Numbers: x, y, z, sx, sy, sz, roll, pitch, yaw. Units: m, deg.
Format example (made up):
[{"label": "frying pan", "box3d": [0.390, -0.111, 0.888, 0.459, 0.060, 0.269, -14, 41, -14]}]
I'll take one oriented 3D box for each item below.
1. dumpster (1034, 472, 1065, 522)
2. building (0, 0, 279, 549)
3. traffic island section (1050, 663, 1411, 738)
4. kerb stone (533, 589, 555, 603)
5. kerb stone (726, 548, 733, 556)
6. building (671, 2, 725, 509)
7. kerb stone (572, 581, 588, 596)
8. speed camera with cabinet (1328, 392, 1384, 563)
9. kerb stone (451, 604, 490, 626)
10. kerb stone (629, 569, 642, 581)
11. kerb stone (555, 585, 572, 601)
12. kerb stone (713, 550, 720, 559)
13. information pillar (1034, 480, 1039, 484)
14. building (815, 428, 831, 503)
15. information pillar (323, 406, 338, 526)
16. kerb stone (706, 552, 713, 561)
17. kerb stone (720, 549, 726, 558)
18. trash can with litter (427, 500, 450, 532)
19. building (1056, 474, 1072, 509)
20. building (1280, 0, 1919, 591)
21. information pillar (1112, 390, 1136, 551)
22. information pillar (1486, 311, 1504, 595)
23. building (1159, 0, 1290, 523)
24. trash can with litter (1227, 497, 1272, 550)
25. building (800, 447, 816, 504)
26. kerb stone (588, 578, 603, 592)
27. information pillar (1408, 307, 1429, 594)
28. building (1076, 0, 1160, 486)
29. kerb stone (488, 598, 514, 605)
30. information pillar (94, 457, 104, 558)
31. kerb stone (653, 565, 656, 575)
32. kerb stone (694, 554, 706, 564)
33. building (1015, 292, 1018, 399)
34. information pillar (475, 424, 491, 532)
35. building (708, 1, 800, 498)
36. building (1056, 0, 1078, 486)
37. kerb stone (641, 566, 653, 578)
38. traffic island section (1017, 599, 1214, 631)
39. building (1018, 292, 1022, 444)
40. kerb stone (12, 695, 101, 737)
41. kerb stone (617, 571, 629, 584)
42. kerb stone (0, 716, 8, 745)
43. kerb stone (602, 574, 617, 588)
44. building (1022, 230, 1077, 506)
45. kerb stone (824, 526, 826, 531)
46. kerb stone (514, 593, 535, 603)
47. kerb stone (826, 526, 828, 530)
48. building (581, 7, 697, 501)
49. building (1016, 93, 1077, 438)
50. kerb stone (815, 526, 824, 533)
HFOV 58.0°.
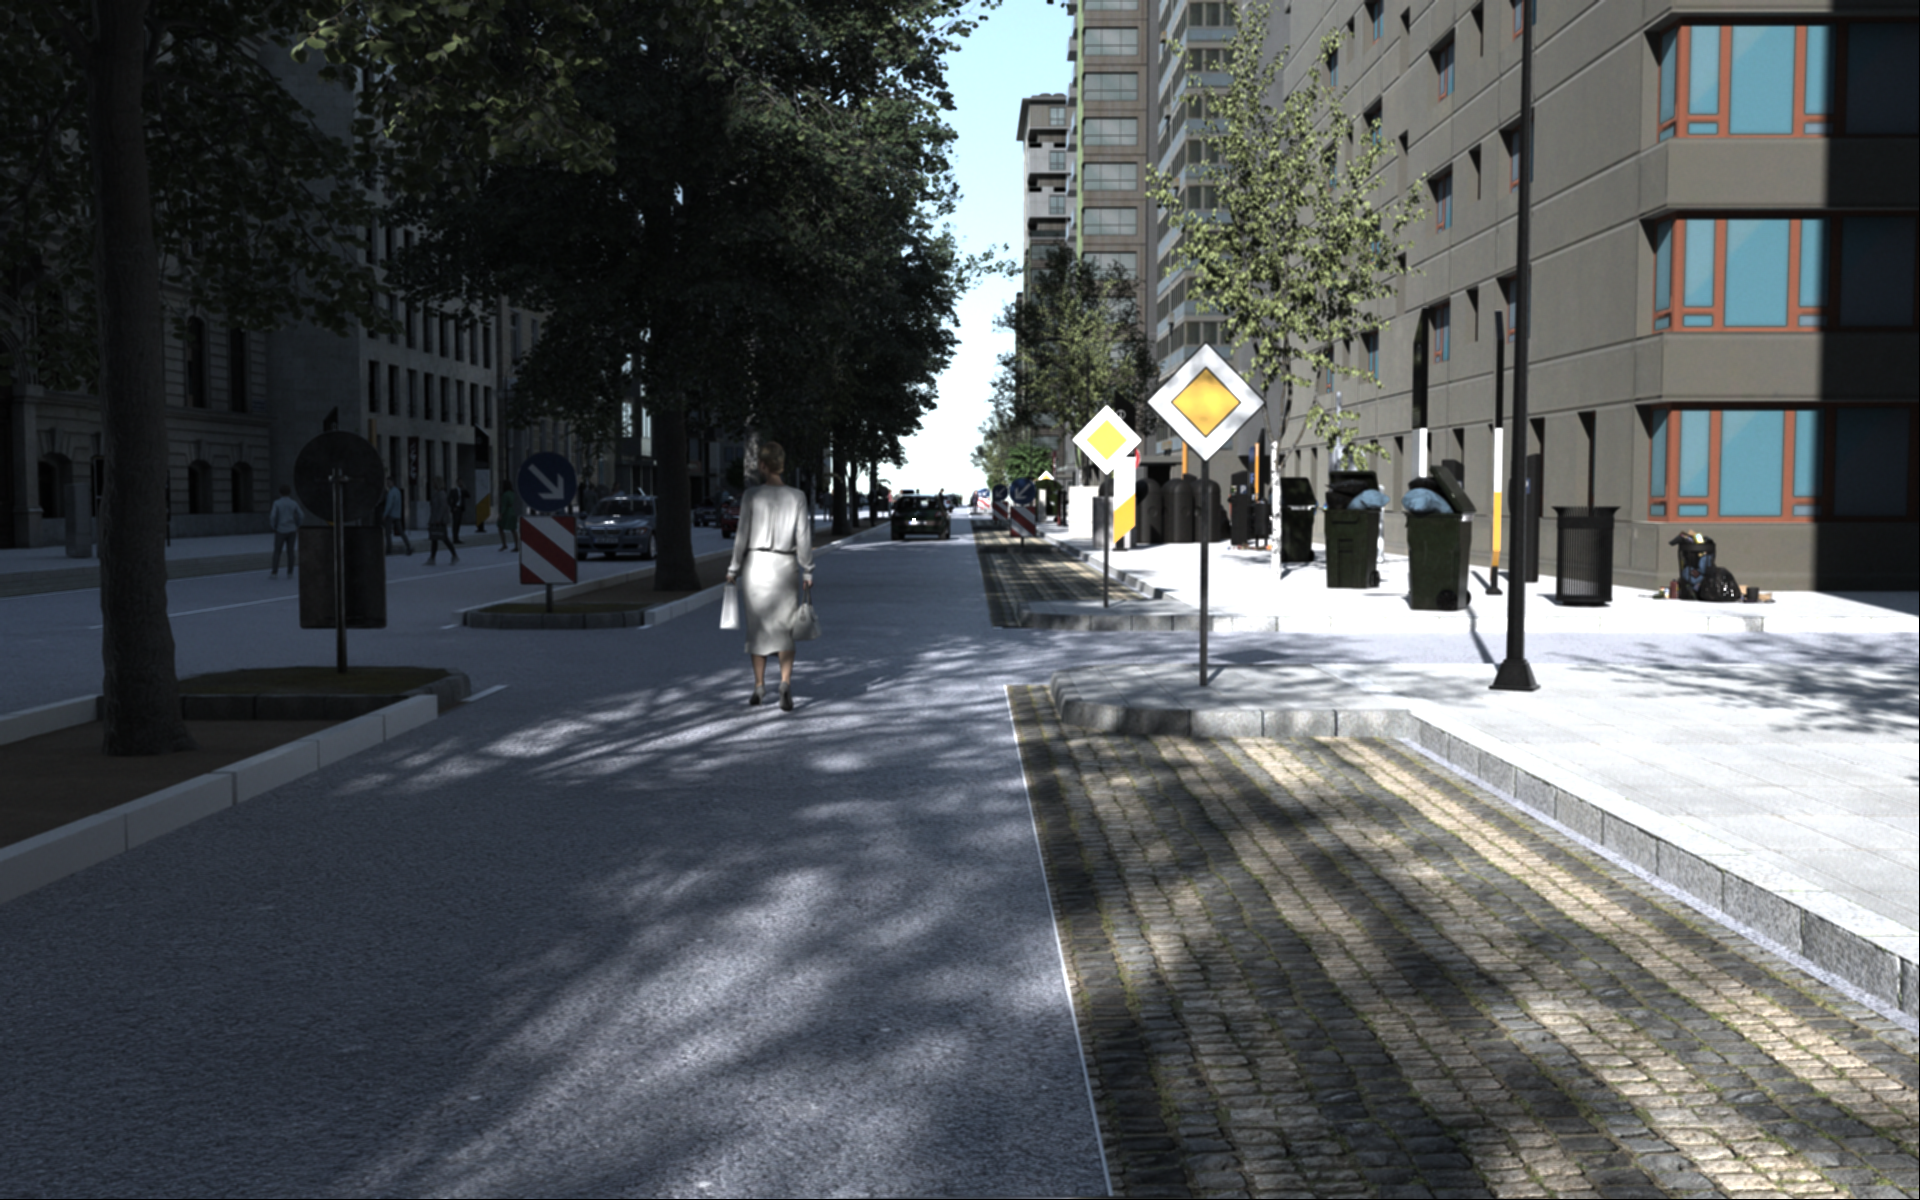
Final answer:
[{"label": "dumpster", "box3d": [3.952, -4.641, 78.372, 1.502, 2.255, 1.985, 0, 4, 0]}, {"label": "building", "box3d": [-27.647, -13.447, 38.935, 14.460, 24.649, 34.723, 0, 4, 0]}, {"label": "traffic island section", "box3d": [1.648, 0.653, 11.601, 2.009, 0.180, 2.903, 0, 4, 0]}, {"label": "kerb stone", "box3d": [-5.463, -0.013, 22.430, 0.120, 0.150, 1.000, 0, 4, 0]}, {"label": "kerb stone", "box3d": [-5.417, -1.079, 39.845, 0.120, 0.150, 1.000, 0, 4, 0]}, {"label": "building", "box3d": [-31.192, -29.671, 139.743, 22.147, 44.769, 28.867, 0, 4, 0]}, {"label": "kerb stone", "box3d": [-5.466, -0.136, 24.480, 0.120, 0.150, 1.000, 0, 4, 0]}, {"label": "speed camera with cabinet", "box3d": [7.526, -2.358, 32.892, 0.660, 3.252, 2.038, 0, 4, -1]}, {"label": "kerb stone", "box3d": [-5.473, 0.174, 19.345, 0.120, 0.150, 1.000, 0, 4, 0]}, {"label": "kerb stone", "box3d": [-5.446, -0.389, 28.583, 0.120, 0.150, 1.000, 0, 4, 0]}, {"label": "kerb stone", "box3d": [-5.463, -0.073, 23.458, 0.120, 0.150, 1.000, 0, 4, 0]}, {"label": "kerb stone", "box3d": [-5.425, -0.954, 37.801, 0.120, 0.150, 1.000, 0, 4, 0]}, {"label": "information pillar", "box3d": [3.925, -5.097, 87.836, 0.304, 2.012, 0.304, 1, 4, 18]}, {"label": "building", "box3d": [-25.715, -36.348, 244.392, 14.600, 45.320, 14.200, 0, 4, 0]}, {"label": "information pillar", "box3d": [-16.644, -3.337, 45.916, 0.183, 3.616, 0.504, 1, 4, 20]}, {"label": "kerb stone", "box3d": [-5.432, -0.892, 36.779, 0.120, 0.150, 1.000, 0, 4, 0]}, {"label": "kerb stone", "box3d": [-5.425, -1.004, 38.824, 0.120, 0.150, 1.000, 0, 4, 0]}, {"label": "trash can with litter", "box3d": [-17.654, -2.888, 58.610, 0.624, 1.170, 1.055, 0, 4, -4]}, {"label": "building", "box3d": [23.814, -28.346, 155.344, 32.217, 40.220, 23.993, 0, 4, 0]}, {"label": "building", "box3d": [23.689, -11.677, 35.958, 28.899, 21.520, 27.650, 0, 4, 0]}, {"label": "information pillar", "box3d": [3.680, -2.905, 38.856, 0.504, 3.616, 0.183, 0, 4, 3]}, {"label": "information pillar", "box3d": [6.820, -1.874, 21.992, 0.183, 3.616, 0.504, 1, 4, 13]}, {"label": "building", "box3d": [22.377, -23.872, 82.184, 32.217, 40.220, 23.993, 0, 4, 0]}, {"label": "trash can with litter", "box3d": [6.931, -1.779, 40.151, 1.678, 1.210, 2.233, -1, 4, -14]}, {"label": "building", "box3d": [-25.731, -27.208, 216.544, 14.160, 30.474, 14.107, 0, 4, 0]}, {"label": "kerb stone", "box3d": [-5.461, -0.202, 25.502, 0.120, 0.150, 1.000, 0, 4, 0]}, {"label": "information pillar", "box3d": [5.838, -1.875, 22.009, 0.183, 3.616, 0.504, 0, 4, 2]}, {"label": "building", "box3d": [14.029, -25.797, 105.368, 14.154, 41.232, 14.086, 0, 4, 0]}, {"label": "kerb stone", "box3d": [-5.468, 0.111, 20.376, 0.120, 0.150, 1.000, 0, 4, 0]}, {"label": "information pillar", "box3d": [-17.128, -1.851, 34.760, 0.304, 2.012, 0.304, 0, 4, 5]}, {"label": "kerb stone", "box3d": [-5.441, -0.516, 30.632, 0.120, 0.150, 1.000, 0, 4, 0]}, {"label": "kerb stone", "box3d": [-5.433, -0.829, 35.755, 0.120, 0.150, 1.000, 0, 4, 0]}, {"label": "building", "box3d": [14.814, -29.076, 247.088, 14.160, 30.474, 14.107, 0, 4, 0]}, {"label": "information pillar", "box3d": [-15.939, -4.064, 57.796, 0.504, 3.616, 0.183, 0, 4, 8]}, {"label": "building", "box3d": [-29.971, -39.900, 194.362, 21.231, 58.520, 28.212, 0, 4, 0]}, {"label": "building", "box3d": [19.368, -31.054, 127.344, 23.786, 49.044, 30.456, 0, 4, 0]}, {"label": "kerb stone", "box3d": [-5.446, -0.452, 29.610, 0.120, 0.150, 1.000, 0, 4, 0]}, {"label": "traffic island section", "box3d": [1.670, 0.165, 19.586, 2.009, 0.180, 2.903, 0, 4, 0]}, {"label": "building", "box3d": [14.485, -26.509, 205.127, 14.160, 30.474, 14.107, 0, 4, 0]}, {"label": "kerb stone", "box3d": [-5.505, 0.711, 10.581, 0.120, 0.150, 1.000, 0, 4, 0]}, {"label": "kerb stone", "box3d": [-5.461, -0.328, 27.555, 0.120, 0.150, 1.000, 0, 4, 0]}, {"label": "kerb stone", "box3d": [-5.493, 0.776, 9.559, 0.120, 0.150, 1.000, 0, 4, 0]}, {"label": "kerb stone", "box3d": [-5.449, -0.263, 26.524, 0.120, 0.150, 1.000, 0, 4, 0]}, {"label": "building", "box3d": [14.504, -25.648, 191.045, 14.160, 30.474, 14.107, 0, 4, 0]}, {"label": "kerb stone", "box3d": [-5.346, -2.707, 66.495, 0.120, 0.150, 1.000, 0, 4, 0]}, {"label": "kerb stone", "box3d": [-5.473, 0.049, 21.398, 0.120, 0.150, 1.000, 0, 4, 0]}, {"label": "kerb stone", "box3d": [-5.340, -2.771, 67.525, 0.120, 0.150, 1.000, 0, 4, 0]}, {"label": "building", "box3d": [-30.078, -29.994, 110.003, 23.786, 49.044, 30.456, 0, 4, 0]}, {"label": "building", "box3d": [21.992, -38.917, 225.532, 28.713, 52.752, 27.495, 0, 4, 0]}, {"label": "kerb stone", "box3d": [-5.347, -2.647, 65.467, 0.120, 0.150, 1.000, 0, 4, 0]}]
